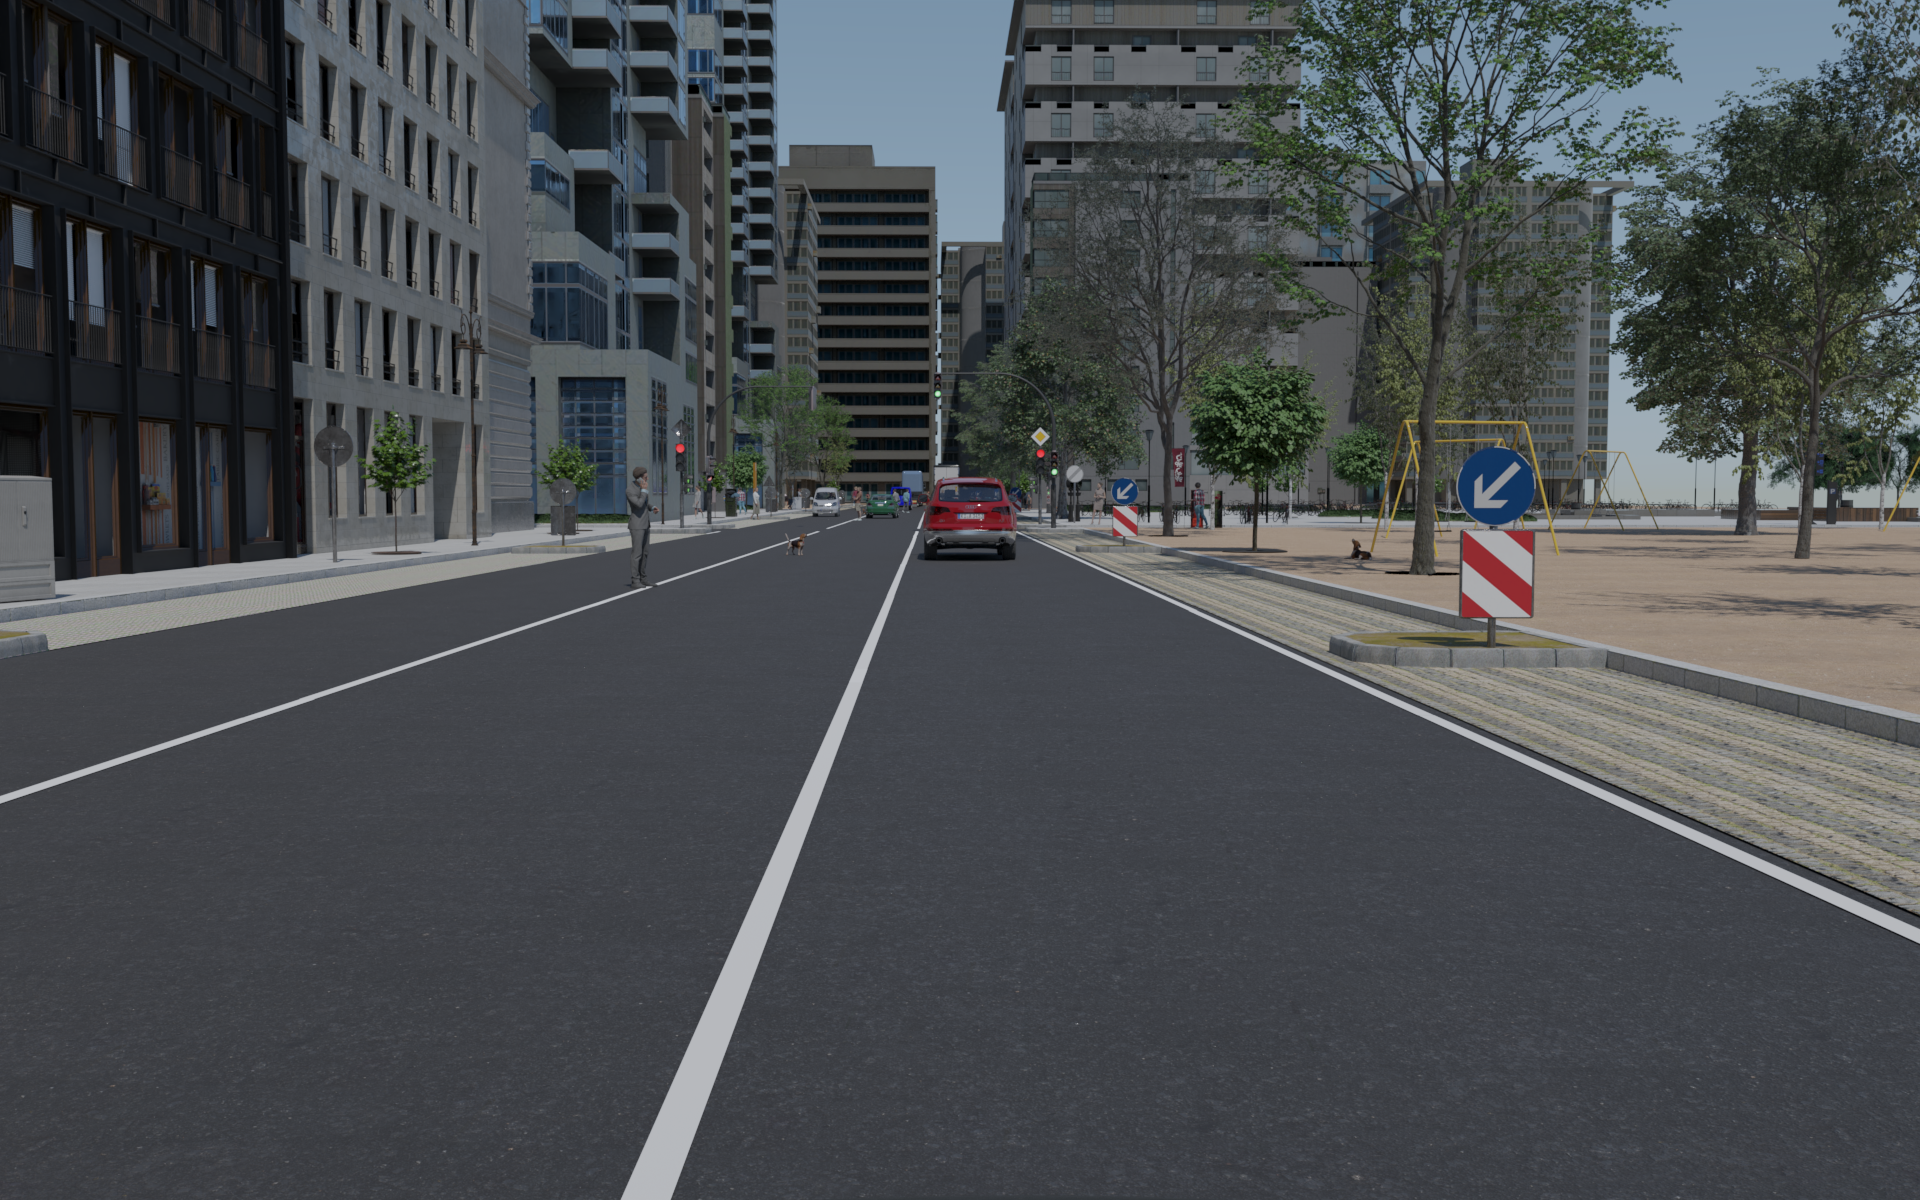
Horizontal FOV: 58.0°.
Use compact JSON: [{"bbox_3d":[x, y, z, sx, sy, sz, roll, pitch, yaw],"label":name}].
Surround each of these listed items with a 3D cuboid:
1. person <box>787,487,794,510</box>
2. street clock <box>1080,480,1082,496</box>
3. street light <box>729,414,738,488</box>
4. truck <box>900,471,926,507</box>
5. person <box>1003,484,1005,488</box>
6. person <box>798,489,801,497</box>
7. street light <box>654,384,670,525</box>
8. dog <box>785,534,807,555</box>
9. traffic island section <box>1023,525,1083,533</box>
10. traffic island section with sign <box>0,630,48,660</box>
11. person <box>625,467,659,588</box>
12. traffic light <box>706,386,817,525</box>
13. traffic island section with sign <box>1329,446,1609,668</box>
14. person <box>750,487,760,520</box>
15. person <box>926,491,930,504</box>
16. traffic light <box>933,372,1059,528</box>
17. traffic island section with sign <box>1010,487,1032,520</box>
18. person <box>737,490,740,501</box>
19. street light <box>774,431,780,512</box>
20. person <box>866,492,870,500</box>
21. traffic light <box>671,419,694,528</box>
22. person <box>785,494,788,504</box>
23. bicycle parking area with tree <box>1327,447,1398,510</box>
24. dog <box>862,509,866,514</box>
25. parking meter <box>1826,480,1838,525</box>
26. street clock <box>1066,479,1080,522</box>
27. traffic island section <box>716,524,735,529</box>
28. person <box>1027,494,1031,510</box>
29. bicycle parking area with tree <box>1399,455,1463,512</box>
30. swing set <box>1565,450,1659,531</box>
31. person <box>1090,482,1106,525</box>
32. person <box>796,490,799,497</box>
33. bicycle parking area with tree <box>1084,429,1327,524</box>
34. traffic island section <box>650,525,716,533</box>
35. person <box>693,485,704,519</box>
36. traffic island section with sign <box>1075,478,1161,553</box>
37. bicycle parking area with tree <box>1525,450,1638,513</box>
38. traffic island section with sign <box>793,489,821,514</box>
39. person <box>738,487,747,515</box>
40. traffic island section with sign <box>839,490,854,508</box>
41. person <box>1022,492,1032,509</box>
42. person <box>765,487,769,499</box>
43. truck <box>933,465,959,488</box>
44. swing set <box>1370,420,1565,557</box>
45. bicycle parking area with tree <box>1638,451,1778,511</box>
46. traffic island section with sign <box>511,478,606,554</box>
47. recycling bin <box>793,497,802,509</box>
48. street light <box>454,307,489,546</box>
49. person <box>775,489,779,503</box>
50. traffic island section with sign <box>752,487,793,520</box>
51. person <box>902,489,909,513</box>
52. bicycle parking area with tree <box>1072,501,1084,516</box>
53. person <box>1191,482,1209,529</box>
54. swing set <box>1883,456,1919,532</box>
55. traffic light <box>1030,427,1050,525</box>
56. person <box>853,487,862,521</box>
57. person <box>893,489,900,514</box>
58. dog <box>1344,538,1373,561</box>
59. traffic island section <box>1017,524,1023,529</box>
[{"bbox_3d":[-13.878,-8.323,142.030,0.656,1.842,0.836,2,4,25],"label":"person"},{"bbox_3d":[5.458,-4.632,80.311,0.358,2.002,0.471,2,4,32],"label":"street clock"},{"bbox_3d":[-13.056,-7.776,99.927,0.468,5.910,1.993,0,4,-1],"label":"street light"},{"bbox_3d":[-5.684,-12.645,196.506,2.967,4.110,18.799,0,4,1],"label":"truck"},{"bbox_3d":[1.454,-3.054,58.606,0.466,1.800,0.511,-2,4,-28],"label":"person"},{"bbox_3d":[-13.619,-8.644,147.938,0.524,1.755,0.480,-1,4,-16],"label":"person"},{"bbox_3d":[-12.525,-6.120,72.850,0.468,5.910,1.993,0,4,-1],"label":"street light"},{"bbox_3d":[-3.848,-1.307,40.661,0.540,0.507,0.406,0,4,-2],"label":"dog"},{"bbox_3d":[3.522,-2.613,65.005,2.009,0.180,2.903,0,4,-1],"label":"traffic island section"},{"bbox_3d":[-9.307,-0.407,15.283,1.989,1.847,2.006,0,4,-1],"label":"traffic island section with sign"},{"bbox_3d":[-4.809,-1.107,26.405,0.447,1.846,0.655,1,4,12],"label":"person"},{"bbox_3d":[-8.415,-5.996,72.707,4.771,5.953,1.251,0,4,-1],"label":"traffic light"},{"bbox_3d":[4.324,-0.398,15.131,1.989,1.847,2.006,0,4,-1],"label":"traffic island section with sign"},{"bbox_3d":[-11.282,-5.300,95.384,0.641,1.798,0.478,2,4,32],"label":"person"},{"bbox_3d":[-3.169,-10.383,178.786,0.750,1.759,0.617,-1,4,-16],"label":"person"},{"bbox_3d":[1.391,-5.508,64.716,4.771,5.953,1.251,0,4,-1],"label":"traffic light"},{"bbox_3d":[3.003,-5.446,97.671,1.989,1.847,2.006,0,4,-1],"label":"traffic island section with sign"},{"bbox_3d":[-18.209,-8.320,142.753,0.731,1.740,0.598,2,4,26],"label":"person"},{"bbox_3d":[-13.387,-9.399,126.456,0.468,5.910,1.993,0,4,-1],"label":"street light"},{"bbox_3d":[-8.550,-9.182,160.093,0.593,1.643,0.415,3,5,41],"label":"person"},{"bbox_3d":[-10.378,-4.632,64.654,0.839,4.253,0.868,0,4,-1],"label":"traffic light"},{"bbox_3d":[-18.477,-10.626,182.962,0.799,1.438,0.628,1,4,15],"label":"person"},{"bbox_3d":[20.202,-7.195,104.646,8.231,4.147,9.016,-1,4,-18],"label":"bicycle parking area with tree"},{"bbox_3d":[-6.797,-6.258,122.505,0.550,0.427,0.748,0,4,3],"label":"dog"},{"bbox_3d":[36.684,-4.105,72.835,0.399,1.863,0.255,1,4,20],"label":"parking meter"},{"bbox_3d":[5.067,-4.562,79.161,0.358,2.002,0.471,3,4,38],"label":"street clock"},{"bbox_3d":[-10.545,-3.088,72.772,2.009,0.180,2.903,0,4,-1],"label":"traffic island section"},{"bbox_3d":[5.336,-7.526,133.769,0.362,1.253,0.373,2,4,35],"label":"person"},{"bbox_3d":[34.922,-8.743,129.948,9.016,4.147,8.231,3,5,43],"label":"bicycle parking area with tree"},{"bbox_3d":[23.190,-3.967,62.483,3.119,2.851,2.862,-3,5,-44],"label":"swing set"},{"bbox_3d":[5.796,-4.058,72.739,0.599,1.781,0.374,1,4,18],"label":"person"},{"bbox_3d":[-14.725,-9.298,158.883,0.721,1.723,1.217,-1,4,-22],"label":"person"},{"bbox_3d":[11.037,-5.492,76.804,8.231,4.147,9.016,2,4,24],"label":"bicycle parking area with tree"},{"bbox_3d":[-10.418,-2.600,64.788,2.009,0.180,2.903,0,4,-1],"label":"traffic island section"},{"bbox_3d":[-13.418,-5.012,88.739,0.466,1.731,0.760,2,4,24],"label":"person"},{"bbox_3d":[3.884,-2.091,42.818,1.989,1.847,2.006,0,4,-1],"label":"traffic island section with sign"},{"bbox_3d":[39.455,-7.837,115.145,9.016,4.147,8.231,2,4,29],"label":"bicycle parking area with tree"},{"bbox_3d":[-11.045,-7.091,124.569,1.989,1.847,2.006,0,4,-1],"label":"traffic island section with sign"},{"bbox_3d":[-13.590,-6.166,107.688,0.563,1.720,0.643,-3,5,-40],"label":"person"},{"bbox_3d":[-11.842,-10.147,174.524,1.989,1.847,2.006,0,4,-1],"label":"traffic island section with sign"},{"bbox_3d":[5.781,-8.652,147.769,0.850,1.792,0.678,2,4,30],"label":"person"},{"bbox_3d":[-13.460,-7.069,121.797,0.473,1.802,0.592,-1,4,-20],"label":"person"},{"bbox_3d":[-1.301,-11.201,172.046,2.839,4.237,11.283,0,3,0],"label":"truck"},{"bbox_3d":[10.661,-2.411,37.043,3.119,2.851,2.862,-1,4,-15],"label":"swing set"},{"bbox_3d":[49.138,-7.805,114.617,9.016,4.147,8.231,2,4,24],"label":"bicycle parking area with tree"},{"bbox_3d":[-9.731,-2.055,42.234,1.989,1.847,2.006,0,4,-1],"label":"traffic island section with sign"},{"bbox_3d":[-13.666,-8.138,145.602,0.722,1.027,0.722,0,4,-5],"label":"recycling bin"},{"bbox_3d":[-12.070,-4.288,42.897,0.468,5.910,1.993,0,4,-1],"label":"street light"},{"bbox_3d":[-15.590,-8.588,147.461,0.512,1.701,0.522,0,4,4],"label":"person"},{"bbox_3d":[-10.615,-5.443,97.617,1.989,1.847,2.006,0,4,-1],"label":"traffic island section with sign"},{"bbox_3d":[-4.191,-7.664,133.817,0.660,1.820,0.620,2,4,31],"label":"person"},{"bbox_3d":[10.800,-6.971,100.971,8.231,4.147,9.016,0,4,-7],"label":"bicycle parking area with tree"},{"bbox_3d":[8.897,-3.511,64.281,0.563,1.720,0.643,-3,5,-39],"label":"person"},{"bbox_3d":[33.082,-3.693,58.007,2.862,2.851,3.119,0,4,-2],"label":"swing set"},{"bbox_3d":[3.354,-5.135,72.874,0.839,4.253,0.868,0,4,-1],"label":"traffic light"},{"bbox_3d":[-5.540,-5.222,93.853,0.580,1.828,0.573,2,4,24],"label":"person"},{"bbox_3d":[-4.495,-6.843,120.649,0.850,1.792,0.678,3,4,38],"label":"person"},{"bbox_3d":[7.777,-0.984,33.820,0.550,0.427,0.748,1,4,13],"label":"dog"},{"bbox_3d":[3.394,-3.101,72.989,2.009,0.180,2.903,0,4,-1],"label":"traffic island section"}]
